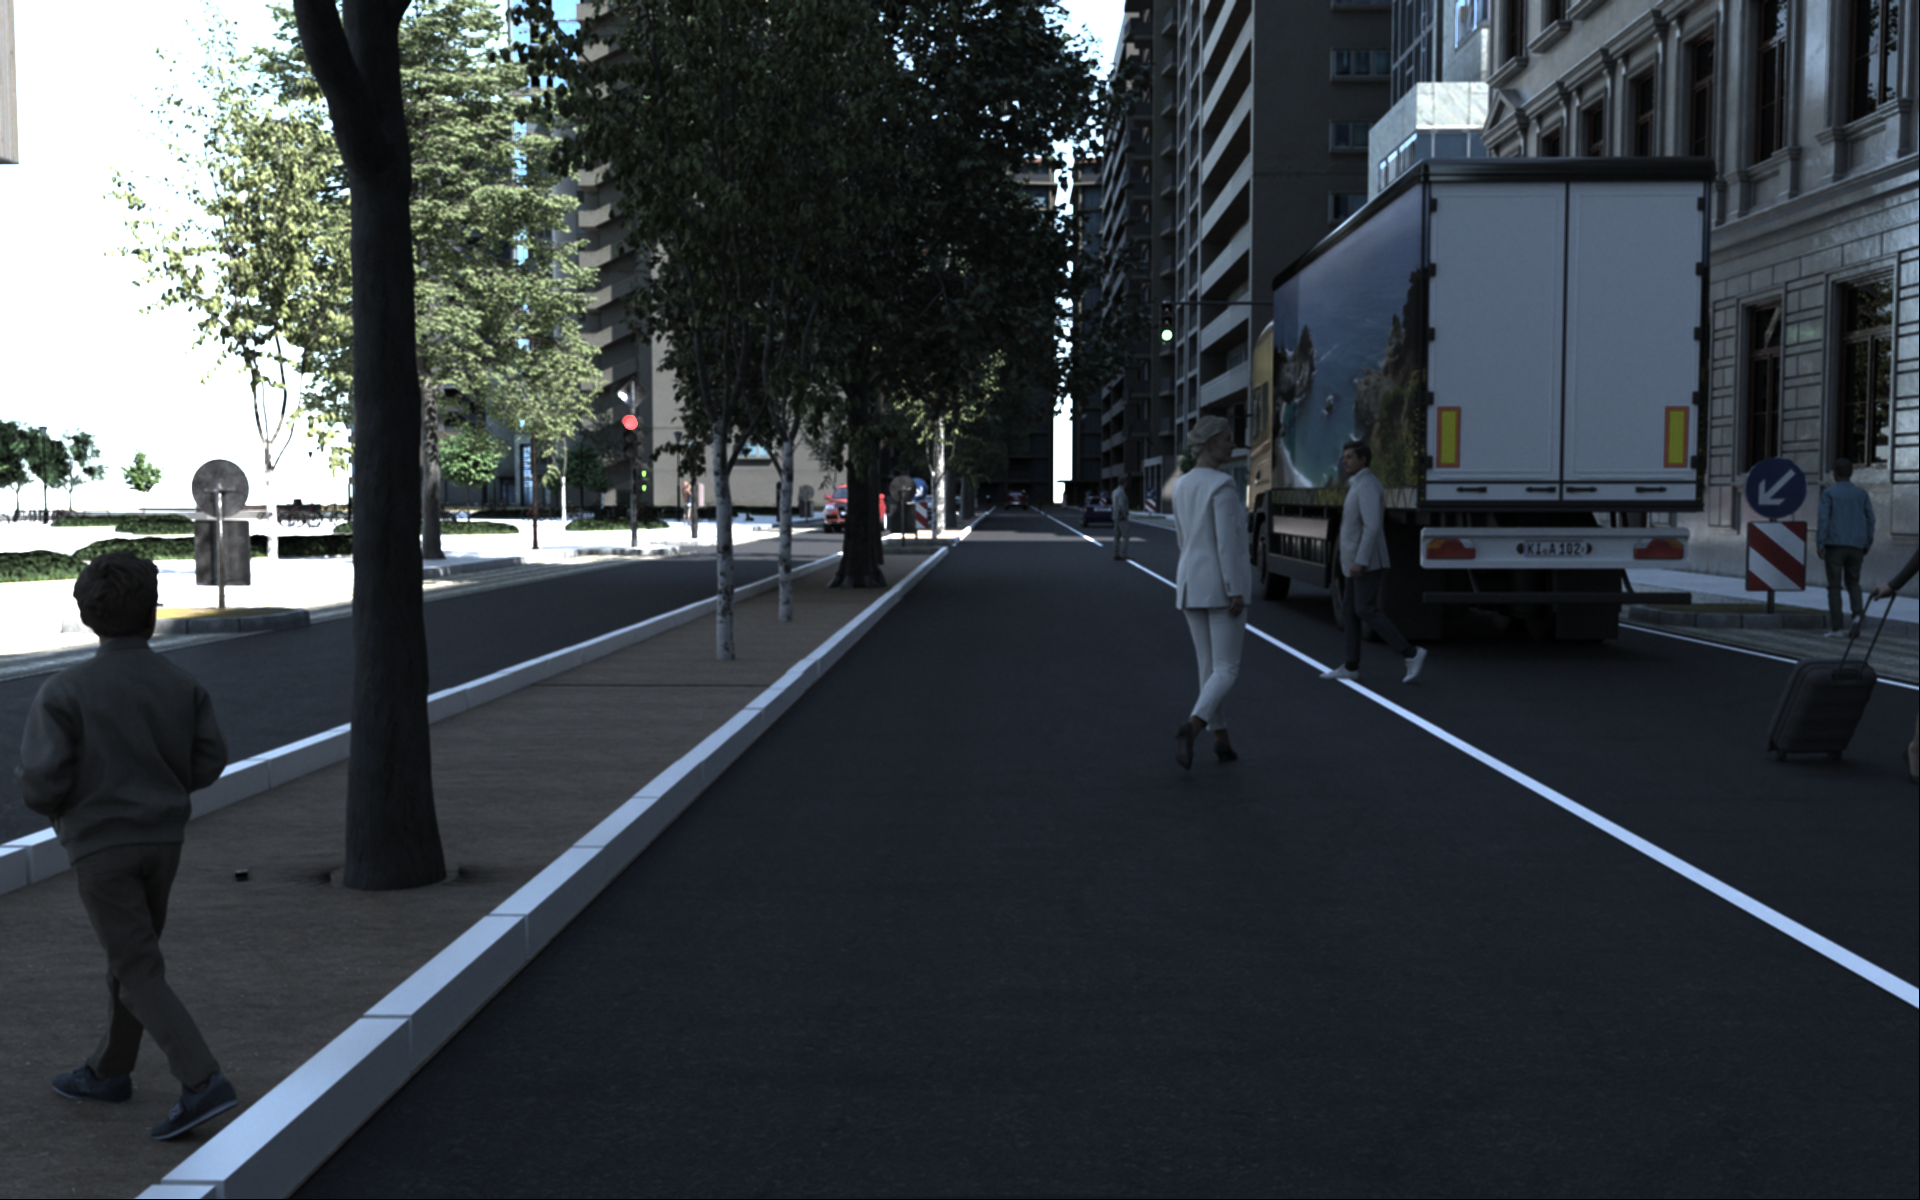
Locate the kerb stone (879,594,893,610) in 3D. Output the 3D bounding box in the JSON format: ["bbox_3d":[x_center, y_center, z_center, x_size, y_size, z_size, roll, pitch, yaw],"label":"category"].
[{"bbox_3d":[-0.941,0.064,21.150,0.120,0.150,1.000,0,4,2],"label":"kerb stone"}]

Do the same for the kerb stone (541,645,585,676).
[{"bbox_3d":[-3.237,0.501,13.998,0.120,0.150,1.000,0,4,2],"label":"kerb stone"}]

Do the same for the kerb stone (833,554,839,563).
[{"bbox_3d":[-2.639,-0.811,35.524,0.120,0.150,1.000,0,4,2],"label":"kerb stone"}]

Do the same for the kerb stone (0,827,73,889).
[{"bbox_3d":[-3.432,0.940,6.826,0.120,0.150,1.000,0,4,2],"label":"kerb stone"}]

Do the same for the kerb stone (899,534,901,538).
[{"bbox_3d":[-2.076,-2.040,55.551,0.120,0.150,1.000,0,4,2],"label":"kerb stone"}]

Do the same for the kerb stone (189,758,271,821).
[{"bbox_3d":[-3.408,0.877,7.854,0.120,0.150,1.000,0,4,2],"label":"kerb stone"}]

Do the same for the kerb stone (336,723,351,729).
[{"bbox_3d":[-3.357,0.752,9.901,0.120,0.150,1.000,0,4,2],"label":"kerb stone"}]

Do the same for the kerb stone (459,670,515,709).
[{"bbox_3d":[-3.293,0.630,11.948,0.120,0.150,1.000,0,4,2],"label":"kerb stone"}]

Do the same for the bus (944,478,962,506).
[{"bbox_3d":[-0.662,-11.965,190.482,2.948,3.499,13.247,0,4,2],"label":"bus"}]

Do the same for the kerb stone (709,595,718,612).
[{"bbox_3d":[-3.040,0.066,21.165,0.120,0.150,1.000,0,4,2],"label":"kerb stone"}]

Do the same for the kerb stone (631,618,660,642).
[{"bbox_3d":[-3.146,0.315,17.073,0.120,0.150,1.000,0,4,2],"label":"kerb stone"}]

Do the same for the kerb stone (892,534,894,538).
[{"bbox_3d":[-2.163,-1.851,52.484,0.120,0.150,1.000,0,4,2],"label":"kerb stone"}]

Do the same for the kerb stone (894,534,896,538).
[{"bbox_3d":[-2.134,-1.915,53.507,0.120,0.150,1.000,0,4,2],"label":"kerb stone"}]

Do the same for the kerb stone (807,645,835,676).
[{"bbox_3d":[-1.138,0.502,13.984,0.120,0.150,1.000,0,4,2],"label":"kerb stone"}]

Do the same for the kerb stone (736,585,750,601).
[{"bbox_3d":[-2.987,-0.062,23.213,0.120,0.150,1.000,0,4,2],"label":"kerb stone"}]

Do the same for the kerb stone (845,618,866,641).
[{"bbox_3d":[-1.053,0.315,17.052,0.120,0.150,1.000,0,4,2],"label":"kerb stone"}]

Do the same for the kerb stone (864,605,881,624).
[{"bbox_3d":[-0.995,0.189,19.104,0.120,0.150,1.000,0,4,2],"label":"kerb stone"}]

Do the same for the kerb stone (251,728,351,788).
[{"bbox_3d":[-3.379,0.814,8.879,0.120,0.150,1.000,0,4,2],"label":"kerb stone"}]

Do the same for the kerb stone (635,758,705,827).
[{"bbox_3d":[-1.315,0.878,7.834,0.120,0.150,1.000,0,4,2],"label":"kerb stone"}]

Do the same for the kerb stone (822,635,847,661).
[{"bbox_3d":[-1.110,0.440,15.006,0.120,0.150,1.000,0,4,2],"label":"kerb stone"}]

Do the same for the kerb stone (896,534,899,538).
[{"bbox_3d":[-2.104,-1.978,54.529,0.120,0.150,1.000,0,4,2],"label":"kerb stone"}]

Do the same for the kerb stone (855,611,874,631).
[{"bbox_3d":[-1.024,0.252,18.074,0.120,0.150,1.000,0,4,2],"label":"kerb stone"}]

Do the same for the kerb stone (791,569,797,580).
[{"bbox_3d":[-2.837,-0.376,28.362,0.120,0.150,1.000,0,4,2],"label":"kerb stone"}]

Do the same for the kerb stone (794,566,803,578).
[{"bbox_3d":[-2.819,-0.437,29.385,0.120,0.150,1.000,0,4,2],"label":"kerb stone"}]

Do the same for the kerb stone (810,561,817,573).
[{"bbox_3d":[-2.753,-0.565,31.431,0.120,0.150,1.000,0,4,2],"label":"kerb stone"}]

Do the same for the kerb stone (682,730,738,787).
[{"bbox_3d":[-1.285,0.820,8.856,0.120,0.150,1.000,0,4,2],"label":"kerb stone"}]

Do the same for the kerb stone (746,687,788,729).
[{"bbox_3d":[-1.224,0.693,10.906,0.120,0.150,1.000,0,4,2],"label":"kerb stone"}]

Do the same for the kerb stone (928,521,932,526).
[{"bbox_3d":[-1.333,-3.667,82.155,0.120,0.150,1.000,0,4,2],"label":"kerb stone"}]

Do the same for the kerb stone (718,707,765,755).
[{"bbox_3d":[-1.257,0.761,9.880,0.120,0.150,1.000,0,4,2],"label":"kerb stone"}]

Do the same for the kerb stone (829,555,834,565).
[{"bbox_3d":[-2.665,-0.753,34.502,0.120,0.150,1.000,0,4,2],"label":"kerb stone"}]

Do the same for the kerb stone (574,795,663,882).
[{"bbox_3d":[-1.340,0.941,6.812,0.120,0.150,1.000,0,4,2],"label":"kerb stone"}]

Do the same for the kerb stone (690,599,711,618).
[{"bbox_3d":[-3.075,0.126,20.144,0.120,0.150,1.000,0,4,2],"label":"kerb stone"}]

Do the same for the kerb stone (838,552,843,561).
[{"bbox_3d":[-2.611,-0.876,36.549,0.120,0.150,1.000,0,4,2],"label":"kerb stone"}]

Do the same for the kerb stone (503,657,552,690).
[{"bbox_3d":[-3.269,0.564,12.970,0.120,0.150,1.000,0,4,2],"label":"kerb stone"}]

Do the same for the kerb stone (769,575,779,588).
[{"bbox_3d":[-2.892,-0.248,26.299,0.120,0.150,1.000,0,4,2],"label":"kerb stone"}]

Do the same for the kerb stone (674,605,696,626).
[{"bbox_3d":[-3.091,0.188,19.118,0.120,0.150,1.000,0,4,2],"label":"kerb stone"}]

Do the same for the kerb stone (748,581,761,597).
[{"bbox_3d":[-2.954,-0.123,24.235,0.120,0.150,1.000,0,4,2],"label":"kerb stone"}]

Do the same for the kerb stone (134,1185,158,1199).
[{"bbox_3d":[-1.454,1.191,2.719,0.120,0.150,1.000,0,4,2],"label":"kerb stone"}]

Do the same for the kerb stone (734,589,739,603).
[{"bbox_3d":[-3.008,0.000,22.188,0.120,0.150,1.000,0,4,2],"label":"kerb stone"}]

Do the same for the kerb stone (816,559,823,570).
[{"bbox_3d":[-2.726,-0.618,32.458,0.120,0.150,1.000,0,4,2],"label":"kerb stone"}]

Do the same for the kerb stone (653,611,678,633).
[{"bbox_3d":[-3.124,0.251,18.095,0.120,0.150,1.000,0,4,2],"label":"kerb stone"}]

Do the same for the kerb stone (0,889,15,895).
[{"bbox_3d":[-3.472,1.006,5.805,0.120,0.150,1.000,0,4,2],"label":"kerb stone"}]

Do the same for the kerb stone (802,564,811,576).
[{"bbox_3d":[-2.786,-0.502,30.410,0.120,0.150,1.000,0,4,2],"label":"kerb stone"}]

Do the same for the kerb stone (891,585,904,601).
[{"bbox_3d":[-0.870,-0.061,23.198,0.120,0.150,1.000,0,4,2],"label":"kerb stone"}]

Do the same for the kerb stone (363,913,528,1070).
[{"bbox_3d":[-1.396,1.066,4.768,0.120,0.150,1.000,0,4,2],"label":"kerb stone"}]

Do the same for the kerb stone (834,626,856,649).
[{"bbox_3d":[-1.087,0.379,16.030,0.120,0.150,1.000,0,4,2],"label":"kerb stone"}]

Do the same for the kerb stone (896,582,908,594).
[{"bbox_3d":[-0.857,-0.122,24.220,0.120,0.150,1.000,0,4,2],"label":"kerb stone"}]

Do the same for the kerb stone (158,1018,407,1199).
[{"bbox_3d":[-1.421,1.129,3.741,0.120,0.150,1.000,0,4,2],"label":"kerb stone"}]

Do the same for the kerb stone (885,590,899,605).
[{"bbox_3d":[-0.909,0.001,22.171,0.120,0.150,1.000,0,4,2],"label":"kerb stone"}]

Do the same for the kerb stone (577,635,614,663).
[{"bbox_3d":[-3.200,0.439,15.019,0.120,0.150,1.000,0,4,2],"label":"kerb stone"}]

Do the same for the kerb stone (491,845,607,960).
[{"bbox_3d":[-1.365,1.003,5.790,0.120,0.150,1.000,0,4,2],"label":"kerb stone"}]

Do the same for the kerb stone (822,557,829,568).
[{"bbox_3d":[-2.694,-0.690,33.479,0.120,0.150,1.000,0,4,2],"label":"kerb stone"}]

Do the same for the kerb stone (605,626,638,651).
[{"bbox_3d":[-3.177,0.376,16.052,0.120,0.150,1.000,0,4,2],"label":"kerb stone"}]

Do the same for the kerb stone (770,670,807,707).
[{"bbox_3d":[-1.193,0.628,11.927,0.120,0.150,1.000,0,4,2],"label":"kerb stone"}]

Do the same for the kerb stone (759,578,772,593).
[{"bbox_3d":[-2.915,-0.188,25.263,0.120,0.150,1.000,0,4,2],"label":"kerb stone"}]

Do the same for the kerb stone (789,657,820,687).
[{"bbox_3d":[-1.179,0.566,12.949,0.120,0.150,1.000,0,4,2],"label":"kerb stone"}]

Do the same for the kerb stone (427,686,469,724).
[{"bbox_3d":[-3.329,0.689,10.925,0.120,0.150,1.000,0,4,2],"label":"kerb stone"}]

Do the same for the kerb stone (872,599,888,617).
[{"bbox_3d":[-0.967,0.127,20.126,0.120,0.150,1.000,0,4,2],"label":"kerb stone"}]

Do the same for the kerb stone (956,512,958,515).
[{"bbox_3d":[-0.188,-6.175,123.162,0.120,0.150,1.000,0,4,2],"label":"kerb stone"}]

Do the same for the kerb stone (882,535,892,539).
[{"bbox_3d":[-2.188,-1.786,51.462,0.120,0.150,1.000,0,4,2],"label":"kerb stone"}]
